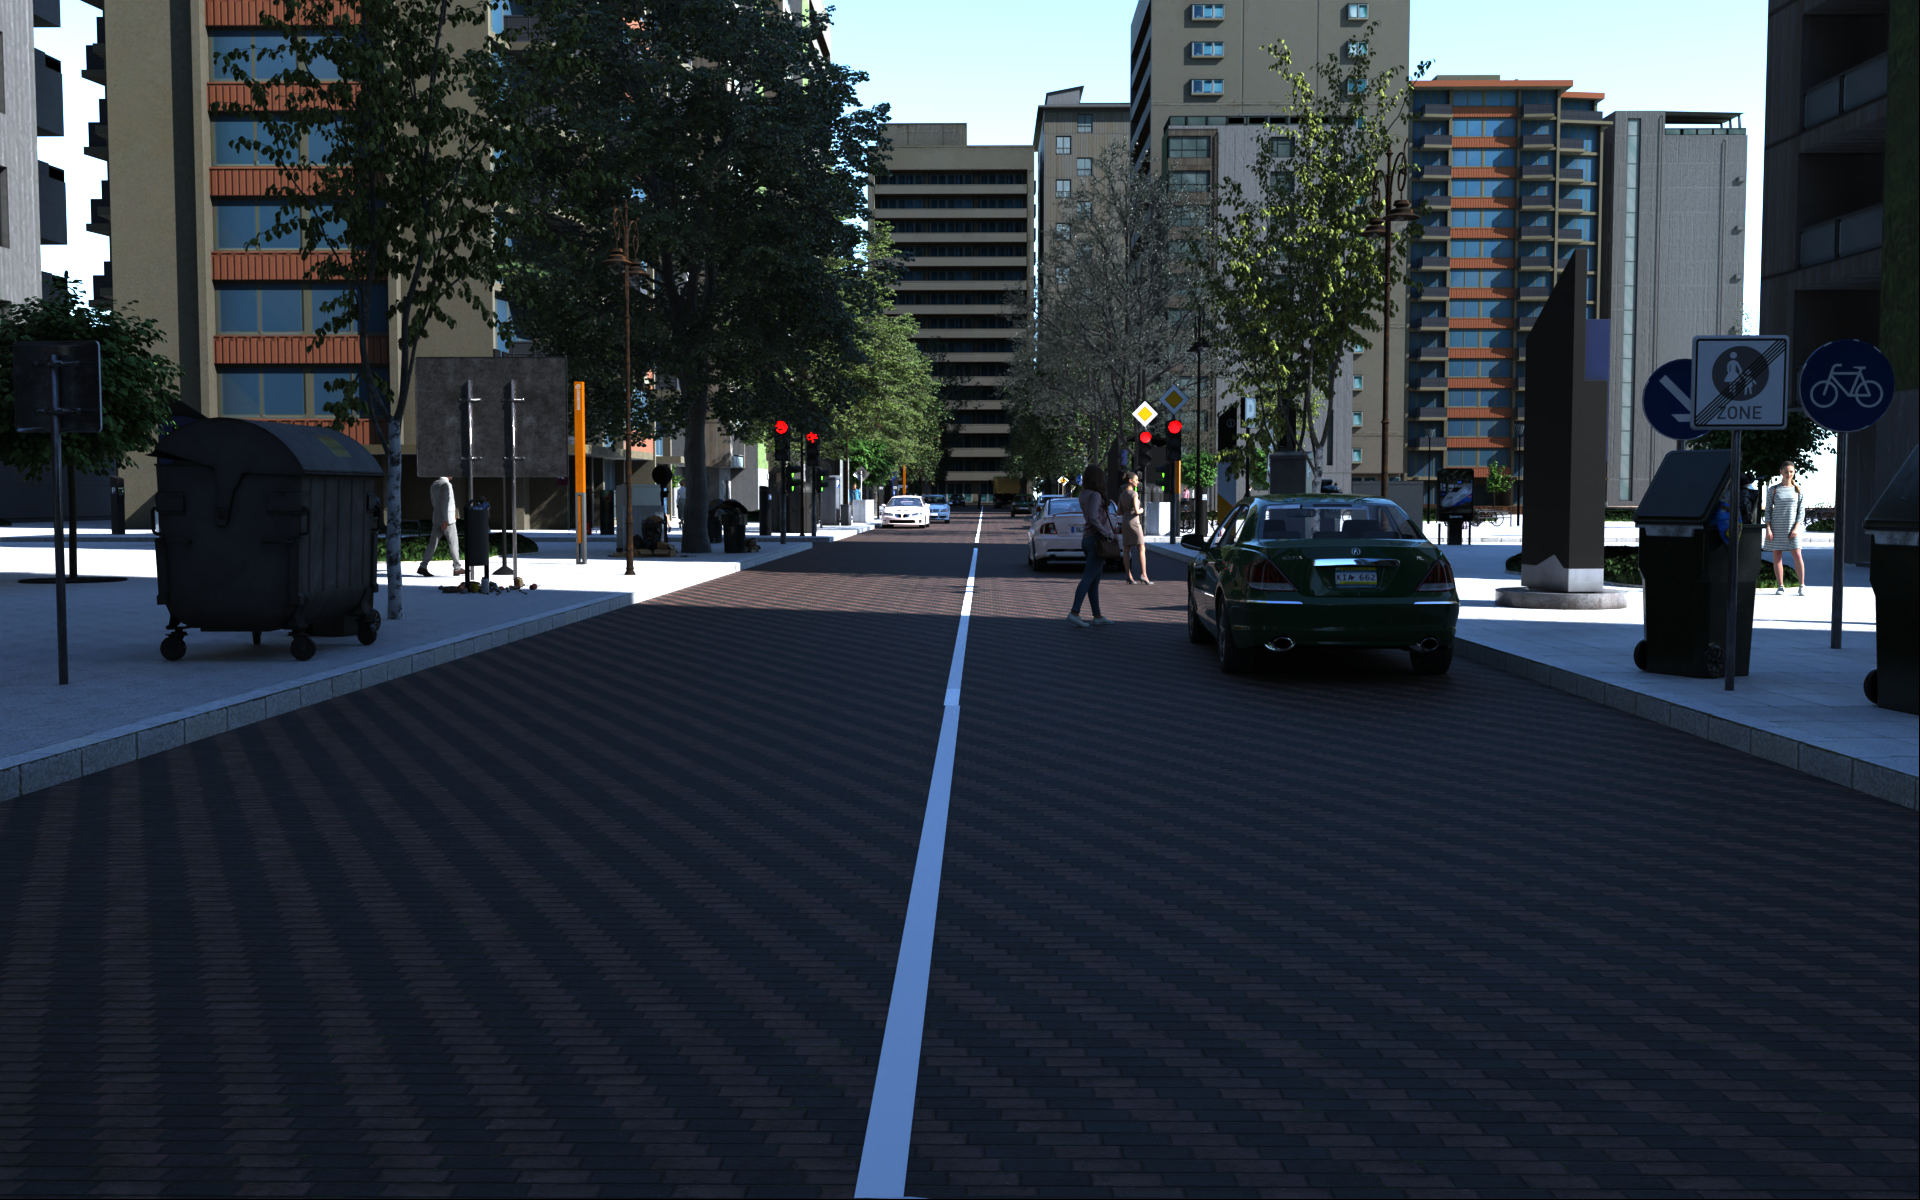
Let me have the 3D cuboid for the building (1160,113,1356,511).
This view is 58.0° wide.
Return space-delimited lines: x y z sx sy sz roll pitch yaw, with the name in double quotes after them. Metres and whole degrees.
22.513 -22.249 135.473 14.160 30.474 14.107 0 4 1 "building"

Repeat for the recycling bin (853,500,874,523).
-4.317 -3.966 77.391 0.722 1.027 0.722 2 4 27 "recycling bin"

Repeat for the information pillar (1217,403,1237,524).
6.773 -3.209 43.821 0.504 3.616 0.183 1 4 14 "information pillar"

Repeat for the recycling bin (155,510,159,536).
-24.312 -2.496 53.370 0.722 1.027 0.722 -3 5 -42 "recycling bin"

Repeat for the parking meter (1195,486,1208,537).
7.198 -2.647 51.685 0.372 1.533 0.369 0 3 0 "parking meter"

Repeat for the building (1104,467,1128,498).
27.233 -52.911 177.771 22.319 86.520 31.000 0 4 1 "building"

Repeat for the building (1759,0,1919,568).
21.707 -21.077 28.198 14.154 41.232 14.086 0 4 1 "building"

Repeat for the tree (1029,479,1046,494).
7.675 -10.794 171.089 1.663 3.219 1.824 0 3 0 "tree"

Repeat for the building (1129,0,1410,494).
26.460 -32.354 152.688 21.300 48.544 21.600 0 4 1 "building"

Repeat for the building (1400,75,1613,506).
53.527 -32.378 184.006 28.867 44.769 22.147 0 4 1 "building"

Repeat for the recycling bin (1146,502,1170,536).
6.111 -2.513 53.640 0.722 1.027 0.722 3 5 44 "recycling bin"

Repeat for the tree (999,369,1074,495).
8.301 -15.576 161.325 9.857 13.997 8.962 0 3 0 "tree"

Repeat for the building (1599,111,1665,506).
75.059 -30.844 187.889 14.086 41.232 14.154 0 4 1 "building"

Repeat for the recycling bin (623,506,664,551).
-6.925 -1.551 37.909 0.722 1.027 0.722 1 4 9 "recycling bin"

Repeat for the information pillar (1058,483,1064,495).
6.412 -6.460 110.117 0.304 2.012 0.304 1 4 10 "information pillar"

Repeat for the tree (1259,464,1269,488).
17.809 -6.216 96.236 1.663 3.219 1.824 0 3 0 "tree"

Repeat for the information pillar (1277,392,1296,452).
7.436 -2.948 39.556 0.504 3.616 0.183 -2 4 -25 "information pillar"

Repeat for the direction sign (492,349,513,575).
-7.255 -2.171 27.489 0.379 3.537 0.876 0 4 -1 "direction sign"

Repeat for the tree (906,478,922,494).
-4.322 -10.500 166.272 1.663 3.219 1.824 0 3 0 "tree"

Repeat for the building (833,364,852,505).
-26.093 -20.696 183.416 28.899 21.520 27.650 0 4 1 "building"

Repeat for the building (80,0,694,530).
-23.530 -25.621 73.527 22.147 44.769 28.867 0 4 1 "building"

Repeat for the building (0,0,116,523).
-56.062 -29.628 73.650 27.495 52.752 28.713 0 4 1 "building"

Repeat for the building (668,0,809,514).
-19.328 -27.572 134.402 14.154 41.232 14.086 0 4 1 "building"

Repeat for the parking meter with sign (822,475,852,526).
-5.268 -4.531 70.345 1.738 3.016 0.543 1 4 18 "parking meter with sign"

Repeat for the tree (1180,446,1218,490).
16.158 -8.197 117.726 4.285 4.588 4.351 0 3 0 "tree"

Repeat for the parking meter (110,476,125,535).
-26.708 -3.010 54.925 0.399 1.863 0.255 2 4 29 "parking meter"

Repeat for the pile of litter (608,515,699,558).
-6.292 -1.310 35.378 1.719 0.858 1.176 1 4 14 "pile of litter"

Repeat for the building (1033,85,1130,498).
23.721 -39.326 232.214 27.495 52.752 28.713 0 4 1 "building"

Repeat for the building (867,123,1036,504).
-1.003 -37.045 229.383 21.600 48.544 21.300 0 4 1 "building"

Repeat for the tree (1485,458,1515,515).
28.273 -5.941 91.738 1.663 3.219 1.824 0 3 0 "tree"

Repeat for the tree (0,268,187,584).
-13.123 -2.544 25.316 4.285 4.588 4.351 0 3 0 "tree"

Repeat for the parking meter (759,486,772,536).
-6.038 -2.771 53.721 0.372 1.533 0.369 0 3 0 "parking meter"

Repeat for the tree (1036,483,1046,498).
8.810 -14.994 195.511 4.360 8.622 3.978 0 3 0 "tree"

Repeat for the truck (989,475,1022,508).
4.732 -11.035 176.339 3.469 3.379 9.791 0 4 0 "truck"

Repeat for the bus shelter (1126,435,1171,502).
7.844 -4.910 71.564 1.731 3.624 6.357 0 4 1 "bus shelter"

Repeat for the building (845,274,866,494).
-19.475 -27.765 225.651 14.107 30.474 14.160 0 4 1 "building"

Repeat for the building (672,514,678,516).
-19.585 -25.764 104.832 14.154 41.232 14.086 0 4 1 "building"

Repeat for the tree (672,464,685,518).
-15.961 -6.048 93.491 1.663 3.219 1.824 0 3 0 "tree"

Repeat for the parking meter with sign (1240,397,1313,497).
5.927 -2.124 30.989 1.738 3.016 0.543 2 4 30 "parking meter with sign"

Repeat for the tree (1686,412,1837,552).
18.170 -3.391 39.163 4.285 4.588 4.351 0 3 0 "tree"

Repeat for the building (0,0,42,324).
-24.996 -15.764 29.435 14.107 30.474 14.160 0 4 1 "building"

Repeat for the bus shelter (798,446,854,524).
-6.112 -6.086 77.133 2.179 5.291 8.768 0 4 1 "bus shelter"

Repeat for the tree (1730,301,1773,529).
29.706 -6.950 64.003 4.360 8.622 3.978 0 3 0 "tree"

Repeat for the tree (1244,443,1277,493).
18.605 -7.360 104.052 4.285 4.588 4.351 0 3 0 "tree"

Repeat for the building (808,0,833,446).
-22.840 -32.338 152.426 21.300 48.544 21.600 0 4 1 "building"
